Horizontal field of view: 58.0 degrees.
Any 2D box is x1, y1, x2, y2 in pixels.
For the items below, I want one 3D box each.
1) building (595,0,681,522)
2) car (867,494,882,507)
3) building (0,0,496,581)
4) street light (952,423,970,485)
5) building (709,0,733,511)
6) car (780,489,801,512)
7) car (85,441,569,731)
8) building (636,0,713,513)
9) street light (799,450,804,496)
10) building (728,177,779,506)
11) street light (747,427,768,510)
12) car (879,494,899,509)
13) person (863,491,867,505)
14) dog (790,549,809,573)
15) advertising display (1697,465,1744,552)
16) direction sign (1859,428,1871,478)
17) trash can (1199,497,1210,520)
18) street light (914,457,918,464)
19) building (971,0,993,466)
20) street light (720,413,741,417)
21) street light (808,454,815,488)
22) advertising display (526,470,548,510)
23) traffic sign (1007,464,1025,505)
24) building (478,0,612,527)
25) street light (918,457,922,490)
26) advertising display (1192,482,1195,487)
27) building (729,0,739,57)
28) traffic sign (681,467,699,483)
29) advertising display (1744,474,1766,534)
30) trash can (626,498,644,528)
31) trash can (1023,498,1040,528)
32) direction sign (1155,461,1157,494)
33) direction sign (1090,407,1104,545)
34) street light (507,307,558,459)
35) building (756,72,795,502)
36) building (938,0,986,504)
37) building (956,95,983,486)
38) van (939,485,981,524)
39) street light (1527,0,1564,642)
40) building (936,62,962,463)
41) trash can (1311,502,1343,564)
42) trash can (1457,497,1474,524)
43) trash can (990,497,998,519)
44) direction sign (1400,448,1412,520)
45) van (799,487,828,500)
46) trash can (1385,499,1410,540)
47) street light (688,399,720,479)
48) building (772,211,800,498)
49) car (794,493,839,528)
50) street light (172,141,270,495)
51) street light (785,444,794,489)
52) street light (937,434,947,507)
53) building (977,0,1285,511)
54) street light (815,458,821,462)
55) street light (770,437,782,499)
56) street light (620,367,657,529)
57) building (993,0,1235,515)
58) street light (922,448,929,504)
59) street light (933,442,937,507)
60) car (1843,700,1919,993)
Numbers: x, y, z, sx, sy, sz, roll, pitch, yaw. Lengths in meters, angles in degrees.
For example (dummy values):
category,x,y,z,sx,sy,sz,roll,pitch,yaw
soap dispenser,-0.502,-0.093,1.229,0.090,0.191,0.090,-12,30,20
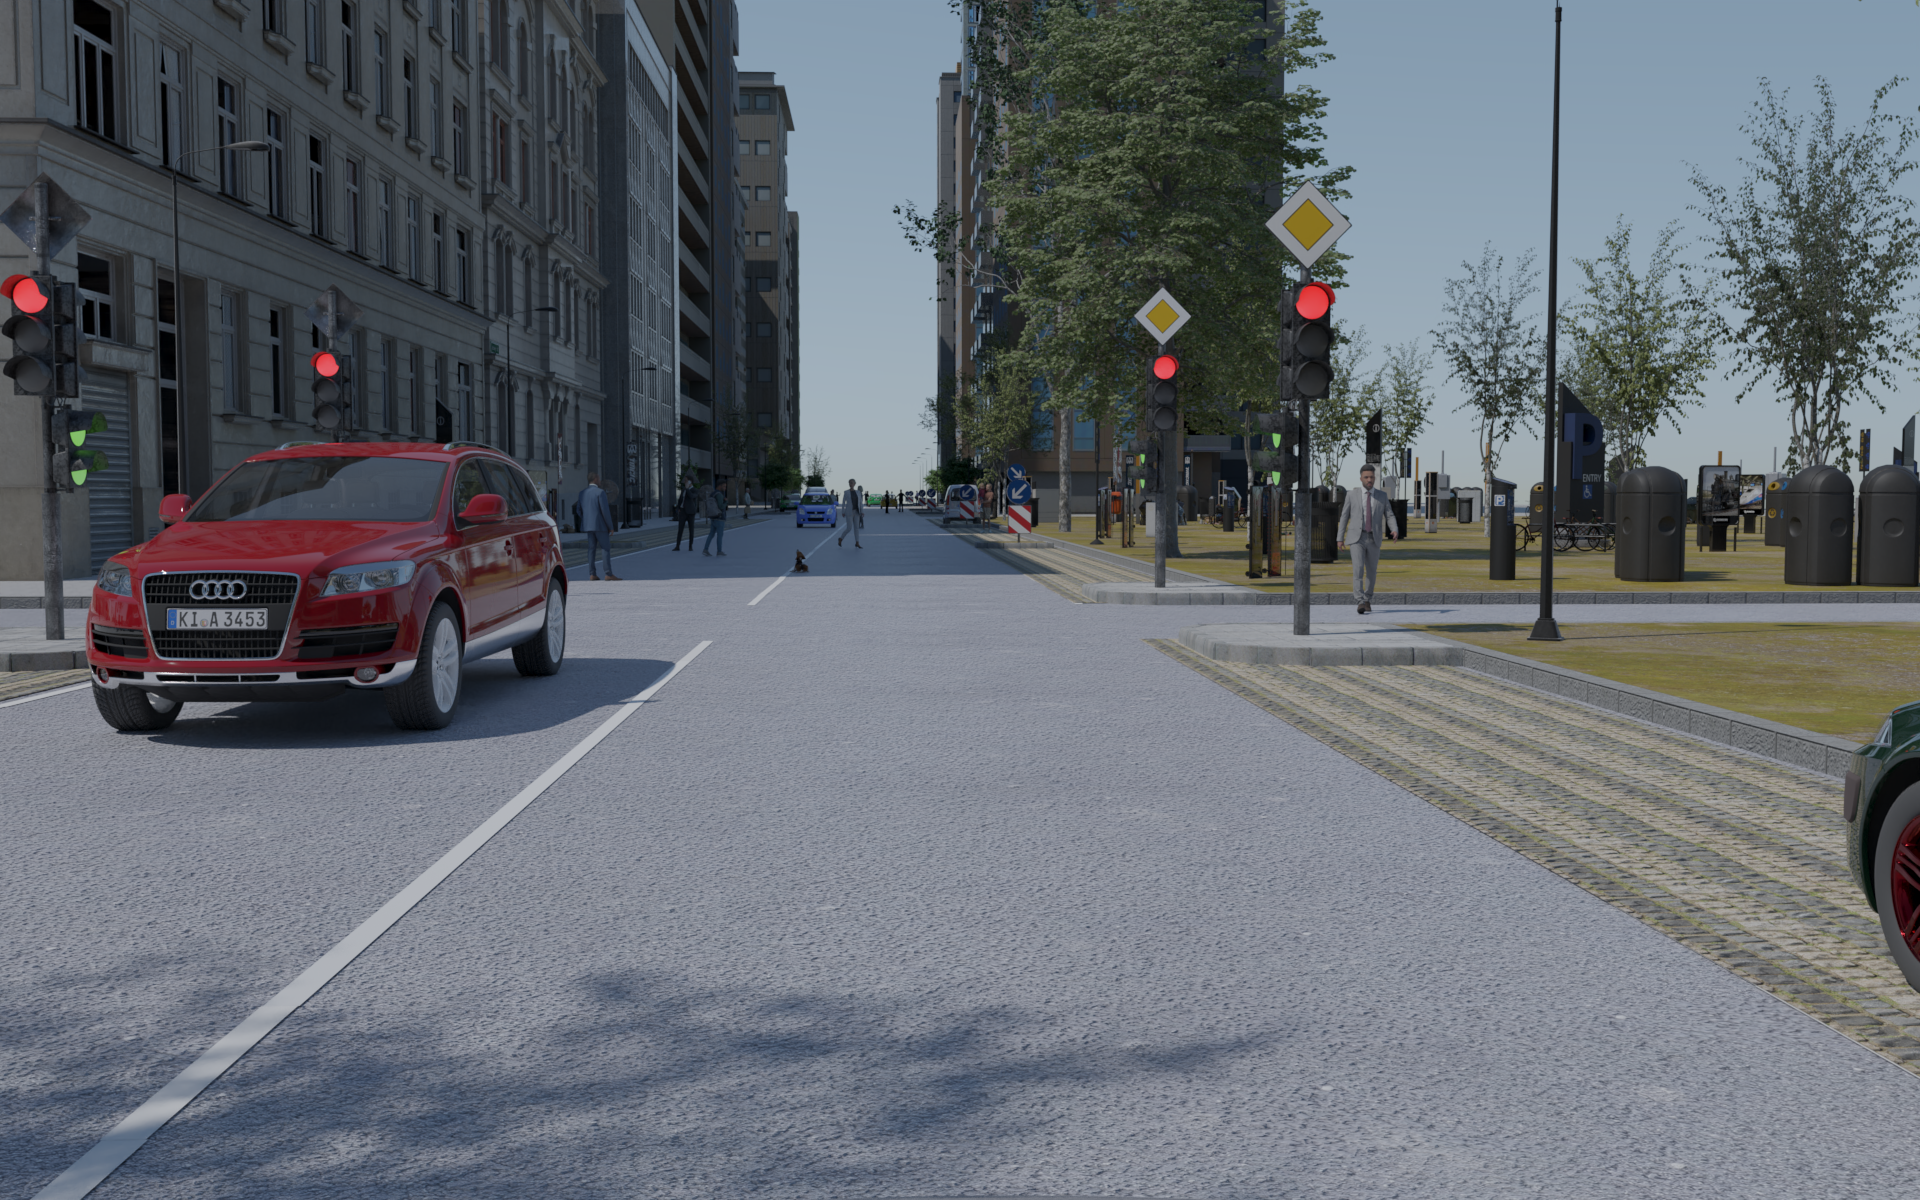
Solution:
category,x,y,z,sx,sy,sz,roll,pitch,yaw
building,-21.444,-16.499,87.774,12.078,24.808,19.932,0,4,-3
car,-9.249,-11.121,190.625,1.959,1.807,4.718,0,4,-4
building,-21.287,-12.562,38.670,16.112,22.955,30.059,0,4,-3
street light,0.039,-8.655,114.047,1.470,5.913,1.316,0,4,-3
building,-24.236,-29.120,126.224,14.600,45.320,14.200,0,4,-3
car,-13.371,-7.876,137.569,1.959,1.807,4.718,0,4,-2
car,-4.169,-0.215,12.194,2.281,1.827,5.304,0,4,-1
building,-27.262,-29.598,107.631,21.300,48.544,21.600,0,4,-3
street light,-17.133,-12.840,182.478,1.470,5.913,1.316,0,4,-3
building,-36.924,-30.761,194.821,32.217,40.220,23.993,0,4,-3
street light,-14.237,-9.061,120.681,1.470,5.913,1.316,0,4,-3
car,-6.901,-9.676,168.418,2.015,1.641,3.980,0,4,-3
person,-12.096,-13.115,222.915,1.348,1.826,0.705,-2,4,-34
dog,-3.001,-0.709,31.781,0.550,0.427,0.748,2,4,26
advertising display,16.846,-2.033,38.446,0.974,1.923,0.123,-1,4,-12
direction sign,31.442,-4.174,60.246,0.379,3.537,0.876,0,4,7
trash can,12.203,-4.540,85.884,0.748,1.137,0.748,0,3,0
street light,-4.736,-15.017,218.075,1.470,5.913,1.316,0,4,-3
building,12.497,-32.883,157.249,23.786,49.044,30.456,0,4,-3
street light,-13.280,-7.760,99.422,1.470,5.913,1.316,0,4,-3
street light,-18.090,-14.071,202.595,1.470,5.913,1.316,0,4,-3
advertising display,-11.375,-2.526,46.513,0.123,1.923,0.974,1,4,18
traffic sign,2.355,-4.429,72.512,0.768,2.556,0.104,0,4,1
building,-21.700,-17.025,65.752,14.401,28.519,23.554,0,4,-3
street light,-3.755,-13.763,197.566,1.470,5.913,1.316,0,4,-3
advertising display,12.692,-5.452,94.349,0.123,1.923,0.974,0,4,5
building,-32.902,-34.079,146.430,28.713,52.752,27.495,0,4,-3
traffic sign,-12.950,-5.083,83.105,0.884,2.594,0.081,0,4,-1
advertising display,25.604,-3.113,56.109,0.123,1.923,0.974,-2,4,-30
trash can,-12.341,-3.302,65.641,0.748,1.137,0.748,0,3,0
trash can,2.712,-3.360,66.586,0.748,1.137,0.748,0,3,0
direction sign,10.442,-6.115,91.980,0.379,3.537,0.876,0,4,-2
direction sign,3.485,-3.178,43.955,0.379,3.537,0.876,1,4,11
street light,-10.656,-4.313,43.066,1.470,5.913,1.316,0,4,-3
building,-35.856,-38.614,220.578,28.713,52.752,27.495,0,4,-3
building,8.967,-55.060,212.902,22.319,86.520,31.000,0,4,-3
building,6.739,-33.107,191.412,14.600,45.320,14.200,0,4,-3
van,0.084,-4.402,78.988,2.013,2.044,4.112,0,4,-2
street light,4.612,-2.599,15.042,1.470,5.913,1.316,0,4,-3
building,7.247,-42.929,243.891,21.231,58.520,28.212,0,4,-3
trash can,6.677,-1.243,31.984,0.748,1.137,0.748,0,3,0
trash can,21.890,-3.877,75.035,0.748,1.137,0.748,0,3,0
trash can,1.638,-4.758,89.441,0.748,1.137,0.748,0,3,0
direction sign,21.774,-5.667,84.658,0.876,3.537,0.379,-3,4,-38
van,-8.598,-5.913,103.693,2.013,2.044,4.112,0,4,-4
trash can,12.349,-2.286,49.025,0.748,1.137,0.748,0,3,0
street light,-12.660,-6.842,84.412,1.470,5.913,1.316,0,4,-3
building,-29.826,-34.219,243.082,14.154,41.232,14.086,0,4,-3
car,-6.196,-3.990,74.833,1.945,1.707,3.694,0,4,-4
street light,-9.790,-3.083,22.945,1.470,5.913,1.316,0,4,-3
street light,-16.094,-11.548,161.347,1.470,5.913,1.316,0,4,-3
street light,-0.841,-9.893,134.289,1.470,5.913,1.316,0,4,-3
building,12.030,-42.346,130.609,20.563,71.187,20.611,0,4,-3
street light,-19.010,-15.330,223.185,1.470,5.913,1.316,0,4,-3
street light,-15.325,-10.317,141.221,1.470,5.913,1.316,0,4,-3
street light,-11.783,-5.562,63.486,1.470,5.913,1.316,0,4,-3
building,9.527,-28.366,113.893,14.600,45.320,14.200,0,4,-3
street light,-2.845,-12.398,175.241,1.470,5.913,1.316,0,4,-3
street light,-1.748,-11.142,154.708,1.470,5.913,1.316,0,4,-3
car,3.602,0.377,3.618,2.009,1.686,4.222,0,4,-2
